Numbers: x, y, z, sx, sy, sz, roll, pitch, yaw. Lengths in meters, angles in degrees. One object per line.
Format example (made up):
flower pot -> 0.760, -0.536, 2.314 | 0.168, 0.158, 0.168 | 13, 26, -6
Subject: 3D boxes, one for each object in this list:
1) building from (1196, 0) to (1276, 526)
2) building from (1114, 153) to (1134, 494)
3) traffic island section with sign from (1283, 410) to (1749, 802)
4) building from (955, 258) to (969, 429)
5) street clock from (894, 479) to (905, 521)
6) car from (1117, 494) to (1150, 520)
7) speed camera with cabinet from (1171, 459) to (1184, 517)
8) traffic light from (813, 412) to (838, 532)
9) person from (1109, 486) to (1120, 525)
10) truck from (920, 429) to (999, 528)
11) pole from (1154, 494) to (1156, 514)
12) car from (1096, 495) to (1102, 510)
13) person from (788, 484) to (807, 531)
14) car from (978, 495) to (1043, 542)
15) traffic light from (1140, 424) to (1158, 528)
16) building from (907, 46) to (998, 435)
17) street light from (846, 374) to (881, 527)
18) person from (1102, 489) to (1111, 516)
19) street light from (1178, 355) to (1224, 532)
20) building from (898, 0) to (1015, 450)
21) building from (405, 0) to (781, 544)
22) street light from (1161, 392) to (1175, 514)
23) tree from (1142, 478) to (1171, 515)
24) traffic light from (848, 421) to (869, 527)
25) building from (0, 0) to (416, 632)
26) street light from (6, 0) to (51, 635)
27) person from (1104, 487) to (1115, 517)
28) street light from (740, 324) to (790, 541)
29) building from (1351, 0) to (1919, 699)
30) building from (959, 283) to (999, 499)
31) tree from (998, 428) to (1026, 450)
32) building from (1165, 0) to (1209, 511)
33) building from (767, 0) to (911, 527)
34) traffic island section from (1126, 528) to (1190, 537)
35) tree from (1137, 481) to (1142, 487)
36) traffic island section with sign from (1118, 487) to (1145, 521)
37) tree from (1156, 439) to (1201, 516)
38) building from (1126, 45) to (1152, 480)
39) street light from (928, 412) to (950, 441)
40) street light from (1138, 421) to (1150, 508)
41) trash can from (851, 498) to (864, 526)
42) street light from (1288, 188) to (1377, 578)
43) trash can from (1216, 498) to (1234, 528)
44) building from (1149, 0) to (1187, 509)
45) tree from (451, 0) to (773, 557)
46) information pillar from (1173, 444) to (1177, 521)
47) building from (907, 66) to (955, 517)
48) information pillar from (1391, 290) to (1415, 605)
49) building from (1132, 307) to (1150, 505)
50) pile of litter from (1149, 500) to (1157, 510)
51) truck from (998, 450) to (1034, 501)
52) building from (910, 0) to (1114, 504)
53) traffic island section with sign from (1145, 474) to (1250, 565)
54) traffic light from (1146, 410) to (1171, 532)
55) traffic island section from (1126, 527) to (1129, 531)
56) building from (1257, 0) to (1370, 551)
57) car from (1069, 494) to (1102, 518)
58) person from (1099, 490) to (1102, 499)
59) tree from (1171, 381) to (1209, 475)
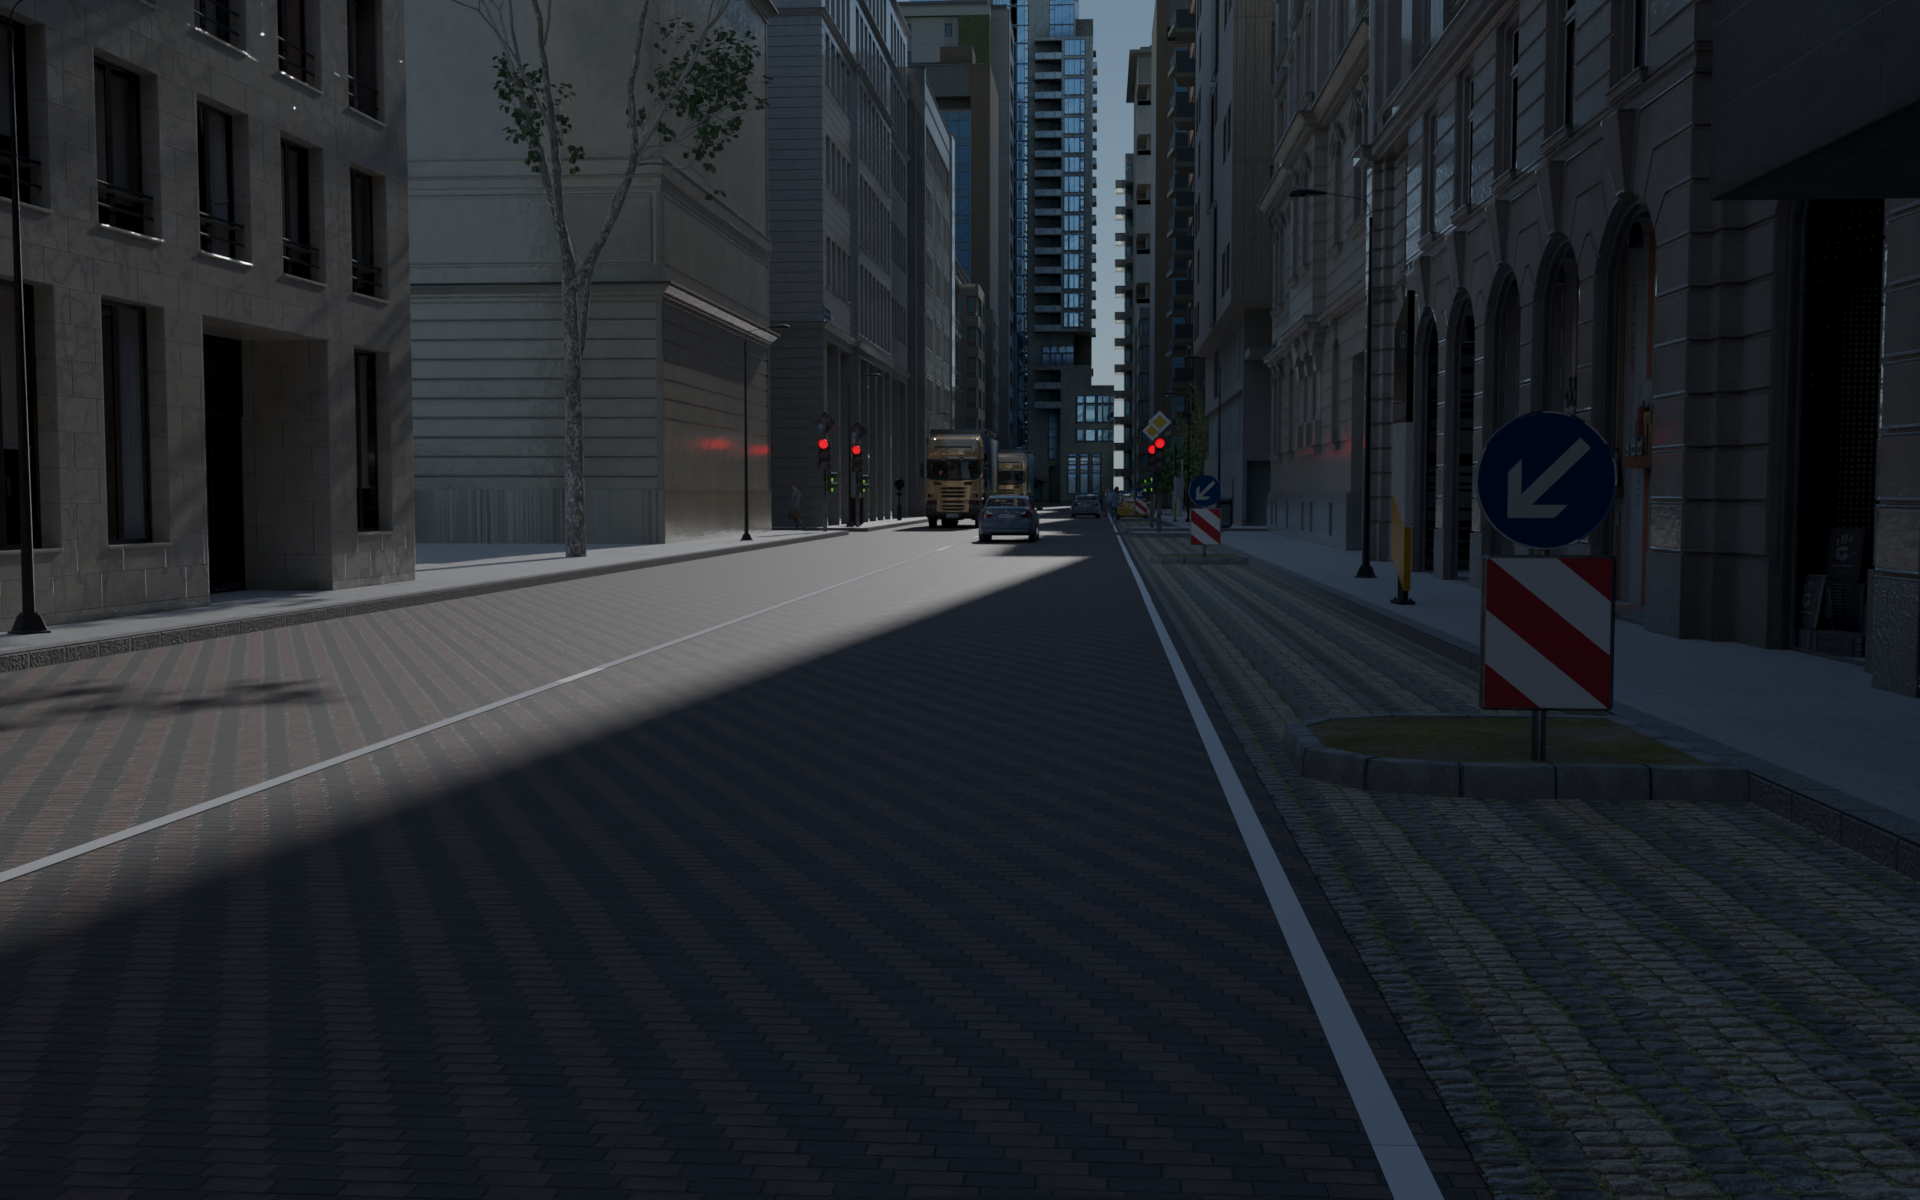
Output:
building -> 24.407, -29.890, 77.939 | 27.495, 52.752, 28.713 | 0, 4, 5
building -> 36.192, -37.617, 234.641 | 30.456, 49.044, 23.786 | 0, 4, 5
traffic island section with sign -> 2.745, -0.025, 9.031 | 1.989, 1.847, 2.006 | 0, 4, 5
building -> -5.866, -17.793, 127.080 | 11.583, 22.565, 21.152 | 0, 4, 5
street clock -> -2.944, -4.857, 83.980 | 0.471, 2.002, 0.358 | -1, 4, -20
car -> 9.524, -5.233, 95.788 | 2.015, 1.641, 3.980 | 0, 4, 4
speed camera with cabinet -> 12.329, -6.350, 98.161 | 0.660, 3.252, 2.038 | 0, 4, 4
traffic light -> -4.595, -4.293, 59.115 | 0.839, 4.253, 0.868 | 0, 4, 5
person -> 7.258, -4.438, 81.332 | 0.793, 1.790, 0.793 | 1, 4, 20
truck -> 0.126, -5.392, 77.066 | 2.839, 4.237, 11.283 | 0, 4, 5
pole -> 12.589, -7.253, 112.434 | 0.158, 3.312, 0.155 | 0, 3, 0
car -> 11.726, -8.613, 153.404 | 1.945, 1.354, 3.894 | 0, 4, 5
person -> -6.117, -3.417, 64.490 | 0.853, 1.813, 0.709 | -2, 4, -33
car -> 1.521, -2.510, 53.045 | 2.014, 1.417, 4.499 | 0, 4, 4
traffic light -> 7.323, -4.726, 66.186 | 0.839, 4.253, 0.868 | 0, 4, 5
building -> -3.378, -32.291, 178.068 | 14.600, 45.320, 14.200 | 0, 4, 5
street light -> -3.739, -5.776, 66.982 | 1.470, 5.913, 1.316 | 0, 4, 5
person -> 9.603, -6.423, 113.785 | 0.520, 1.790, 0.573 | -1, 4, -21
street light -> 8.158, -5.233, 58.095 | 1.470, 5.913, 1.316 | 0, 4, 5
building -> -7.796, -40.692, 207.308 | 28.212, 58.520, 21.231 | 0, 4, 5
building -> -21.188, -13.389, 52.189 | 30.059, 22.955, 16.112 | 0, 4, 5
street light -> 9.881, -6.507, 78.927 | 1.470, 5.913, 1.316 | 0, 4, 5
tree -> 12.634, -6.878, 107.062 | 1.663, 3.219, 1.824 | 0, 3, 0
traffic light -> -3.954, -4.780, 67.075 | 0.839, 4.253, 0.868 | 0, 4, 5
building -> -13.947, -9.937, 17.225 | 10.420, 20.320, 16.860 | 0, 4, 5
street light -> -8.042, -2.642, 15.741 | 1.470, 5.913, 1.316 | 0, 4, 5
person -> 9.198, -6.014, 106.690 | 0.748, 1.841, 0.638 | 2, 4, 26
street light -> -5.357, -4.592, 47.617 | 1.470, 5.913, 1.316 | 0, 4, 5
building -> 12.767, -10.973, 21.208 | 13.314, 21.916, 24.055 | 0, 4, 5
building -> -11.120, -19.131, 157.837 | 27.650, 21.520, 28.899 | 0, 4, 5
tree -> 5.655, -14.874, 193.558 | 4.360, 8.622, 3.978 | 0, 3, 0
building -> 26.301, -28.773, 125.058 | 22.147, 44.769, 28.867 | 0, 4, 5
building -> -9.447, -18.585, 81.357 | 11.434, 29.767, 29.804 | 0, 4, 5
traffic island section -> 6.721, -2.205, 58.337 | 2.009, 0.180, 2.903 | 0, 4, 5
tree -> 15.825, -9.186, 144.790 | 1.663, 3.219, 1.824 | 0, 3, 0
traffic island section with sign -> 9.350, -5.027, 90.815 | 1.989, 1.847, 2.006 | 0, 4, 5
tree -> 12.848, -7.299, 103.049 | 4.285, 4.588, 4.351 | 0, 3, 0
building -> 33.781, -37.435, 201.305 | 28.713, 52.752, 27.495 | 0, 4, 5
street light -> -1.270, -7.681, 98.127 | 1.470, 5.913, 1.316 | 0, 4, 5
street light -> 12.212, -8.399, 109.860 | 1.470, 5.913, 1.316 | 0, 4, 5
trash can -> -4.221, -3.590, 70.356 | 0.748, 1.137, 0.748 | 0, 3, 0
street light -> 5.688, -3.297, 26.448 | 1.470, 5.913, 1.316 | 0, 4, 5
trash can -> 9.989, -3.292, 65.481 | 0.748, 1.137, 0.748 | 0, 3, 0
building -> 23.845, -30.702, 152.082 | 14.600, 45.320, 14.200 | 0, 4, 5
tree -> -6.612, -10.897, 34.063 | 12.611, 20.169, 13.585 | 0, 3, 0
information pillar -> 10.086, -5.494, 81.173 | 0.183, 3.616, 0.504 | 0, 4, 4
building -> -7.128, -17.647, 106.543 | 12.078, 24.808, 19.932 | 0, 4, 5
information pillar -> 5.158, -1.762, 20.166 | 0.183, 3.616, 0.504 | 0, 4, -4
building -> 31.512, -20.106, 173.772 | 27.650, 21.520, 28.899 | 0, 4, 5
pile of litter -> 15.260, -7.625, 138.637 | 1.176, 0.858, 1.719 | 0, 4, 4
truck -> 3.309, -7.527, 111.975 | 2.839, 4.237, 11.283 | 0, 4, 5
building -> 5.436, -56.403, 234.853 | 31.000, 86.520, 22.319 | 0, 4, 5
traffic island section with sign -> 4.926, -1.668, 35.898 | 1.989, 1.847, 2.006 | 0, 4, 5
traffic light -> 6.681, -4.239, 58.226 | 0.839, 4.253, 0.868 | 0, 4, 5
traffic island section -> 7.362, -2.692, 66.296 | 2.009, 0.180, 2.903 | 0, 4, 5
building -> 15.517, -15.772, 45.265 | 14.401, 28.519, 23.554 | 0, 4, 5
car -> 7.526, -5.610, 103.729 | 2.014, 1.417, 4.499 | 0, 4, 3
person -> 13.127, -9.381, 161.954 | 0.705, 1.814, 1.350 | 2, 4, 26
tree -> 15.546, -9.758, 109.910 | 4.737, 8.622, 4.395 | 0, 3, 0
